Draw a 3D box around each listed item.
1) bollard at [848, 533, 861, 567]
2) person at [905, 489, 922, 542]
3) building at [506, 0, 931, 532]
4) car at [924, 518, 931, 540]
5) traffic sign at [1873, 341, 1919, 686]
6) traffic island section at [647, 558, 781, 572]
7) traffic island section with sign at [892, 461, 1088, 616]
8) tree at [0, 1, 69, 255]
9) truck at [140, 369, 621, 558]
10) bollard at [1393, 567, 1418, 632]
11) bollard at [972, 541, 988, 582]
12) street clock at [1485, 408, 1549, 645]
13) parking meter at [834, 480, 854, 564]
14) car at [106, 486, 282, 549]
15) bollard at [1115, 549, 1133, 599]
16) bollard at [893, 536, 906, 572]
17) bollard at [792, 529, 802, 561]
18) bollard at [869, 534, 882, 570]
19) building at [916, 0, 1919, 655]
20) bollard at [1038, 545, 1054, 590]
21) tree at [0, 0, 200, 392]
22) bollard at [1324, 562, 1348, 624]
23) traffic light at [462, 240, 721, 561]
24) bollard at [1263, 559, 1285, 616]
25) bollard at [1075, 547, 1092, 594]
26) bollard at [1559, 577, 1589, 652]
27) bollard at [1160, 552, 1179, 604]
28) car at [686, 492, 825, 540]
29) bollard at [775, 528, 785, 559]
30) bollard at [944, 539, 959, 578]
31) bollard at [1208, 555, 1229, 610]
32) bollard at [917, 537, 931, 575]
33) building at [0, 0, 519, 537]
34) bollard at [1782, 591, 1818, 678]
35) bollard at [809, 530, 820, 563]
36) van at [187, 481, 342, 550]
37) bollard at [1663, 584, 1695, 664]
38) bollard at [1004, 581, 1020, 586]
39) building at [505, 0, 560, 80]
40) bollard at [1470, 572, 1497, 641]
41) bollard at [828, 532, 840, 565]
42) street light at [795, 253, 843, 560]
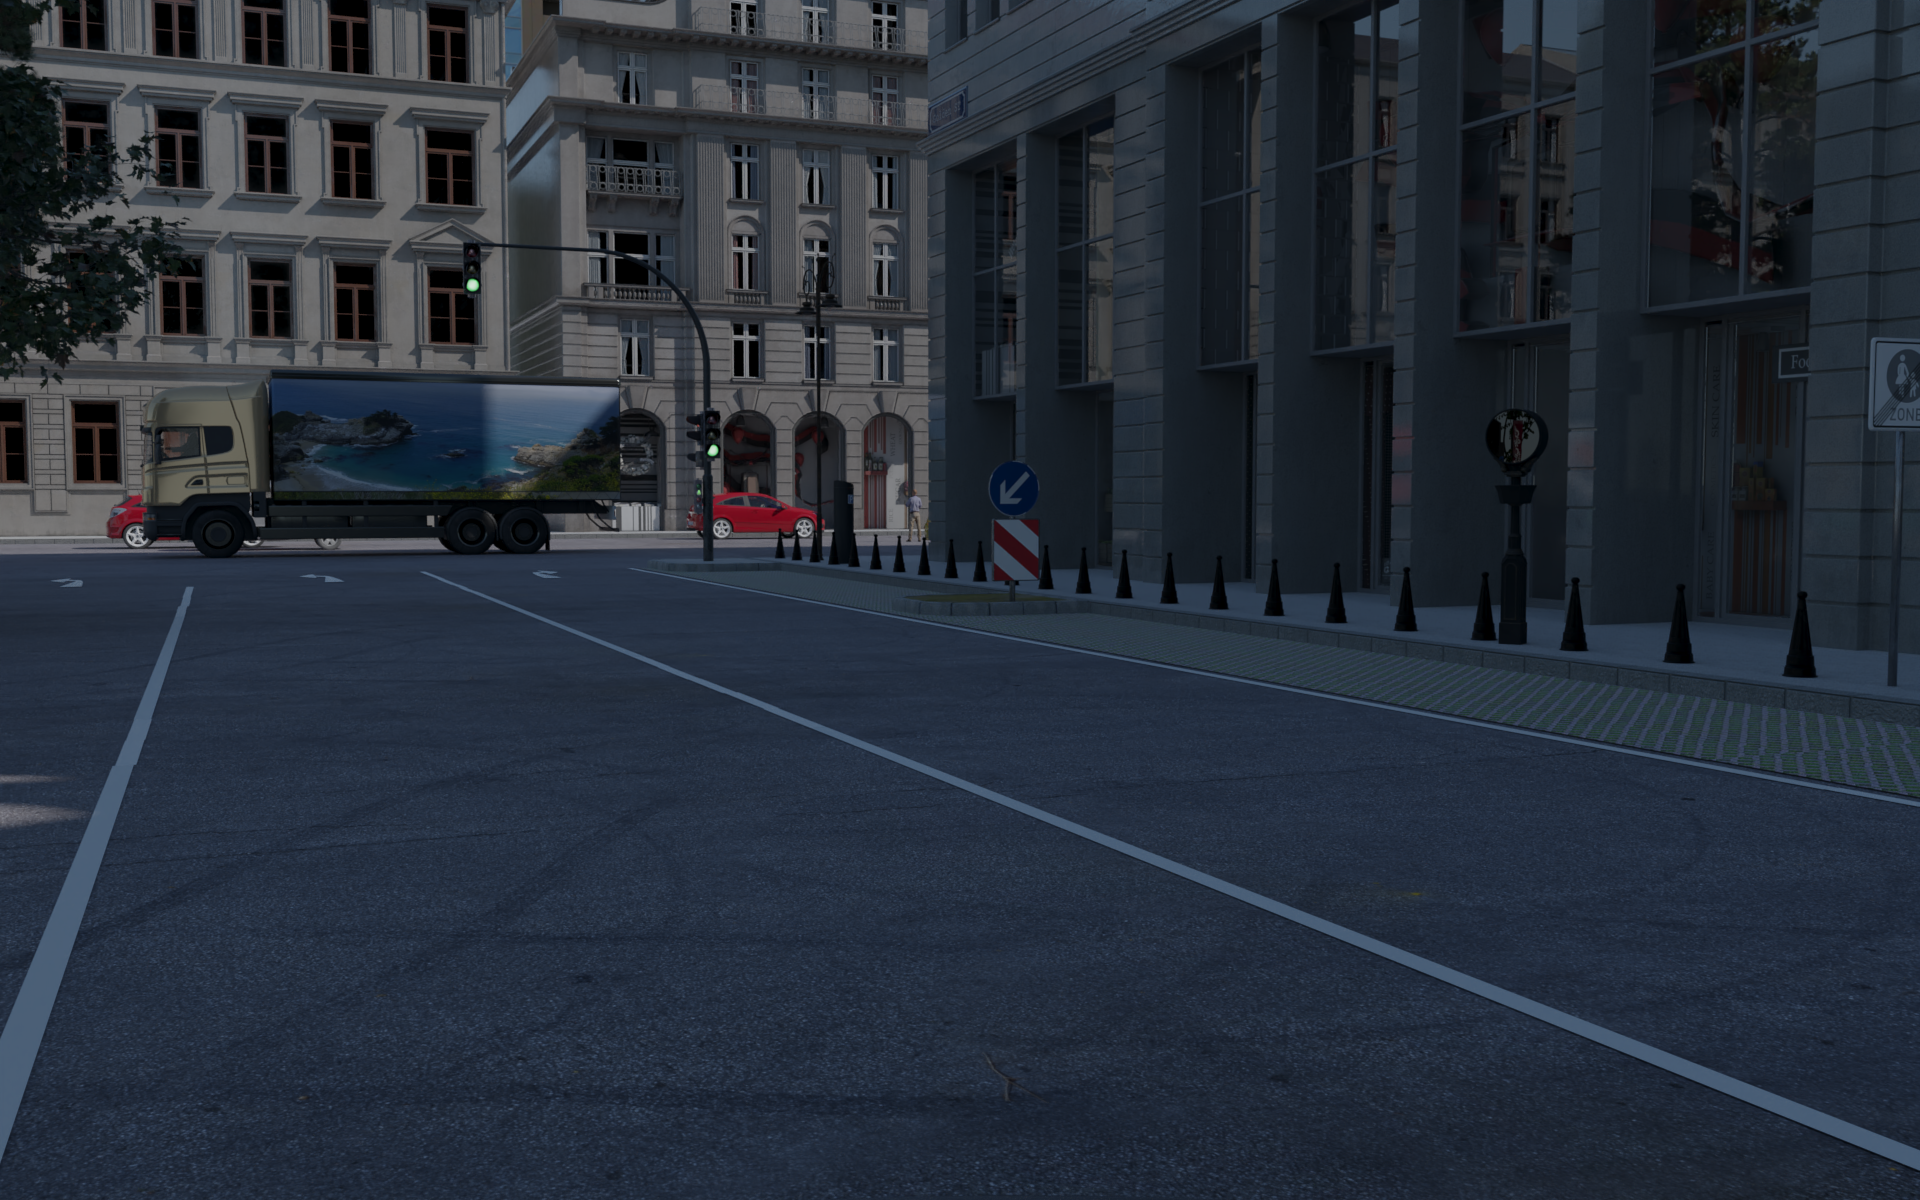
[{"bbox_3d":[-1.863,-0.882,30.464,0.229,0.601,0.229,0,3,0],"label":"bollard"},{"bbox_3d":[-1.385,-2.537,52.038,0.516,1.574,0.319,-1,4,-17],"label":"person"},{"bbox_3d":[-4.890,-13.786,67.204,24.055,21.916,13.314,-1,4,-23],"label":"building"},{"bbox_3d":[1.099,-2.071,44.091,3.980,1.641,2.015,-2,4,-23],"label":"car"},{"bbox_3d":[6.223,-0.572,11.489,0.606,2.300,0.079,-1,4,-20],"label":"traffic sign"},{"bbox_3d":[-4.804,-0.665,33.151,2.009,0.180,2.903,-1,4,-23],"label":"traffic island section"},{"bbox_3d":[0.251,-0.770,21.215,1.989,1.847,2.006,-1,4,-23],"label":"traffic island section with sign"},{"bbox_3d":[-16.973,-7.012,24.531,7.806,13.903,7.818,0,3,0],"label":"tree"},{"bbox_3d":[-13.825,-3.176,40.840,11.283,4.237,2.839,-2,4,-23],"label":"truck"},{"bbox_3d":[4.183,-0.012,16.234,0.229,0.601,0.229,0,3,0],"label":"bollard"},{"bbox_3d":[0.294,-0.572,25.386,0.229,0.601,0.229,0,3,0],"label":"bollard"},{"bbox_3d":[4.735,-0.624,14.777,0.471,2.002,0.358,3,4,36],"label":"street clock"},{"bbox_3d":[-2.143,-1.439,31.936,0.372,1.533,0.369,0,3,0],"label":"parking meter"},{"bbox_3d":[-20.329,-2.276,46.254,4.494,1.783,2.155,-1,4,-22],"label":"car"},{"bbox_3d":[2.023,-0.323,21.317,0.229,0.601,0.229,0,3,0],"label":"bollard"},{"bbox_3d":[-0.997,-0.758,28.427,0.229,0.601,0.229,0,3,0],"label":"bollard"},{"bbox_3d":[-3.153,-1.068,33.508,0.229,0.601,0.229,0,3,0],"label":"bollard"},{"bbox_3d":[-1.430,-0.820,29.452,0.229,0.601,0.229,0,3,0],"label":"bollard"},{"bbox_3d":[10.092,-14.889,20.926,11.434,29.767,29.804,-1,4,-23],"label":"building"},{"bbox_3d":[1.161,-0.447,23.344,0.229,0.601,0.229,0,3,0],"label":"bollard"},{"bbox_3d":[-12.519,-5.924,16.326,9.611,12.733,9.660,0,3,0],"label":"tree"},{"bbox_3d":[3.749,-0.074,17.246,0.229,0.601,0.229,0,3,0],"label":"bollard"},{"bbox_3d":[-6.736,-3.511,32.072,4.771,5.953,1.251,-1,4,-23],"label":"traffic light"},{"bbox_3d":[3.316,-0.136,18.267,0.229,0.601,0.229,0,3,0],"label":"bollard"},{"bbox_3d":[1.595,-0.385,22.332,0.229,0.601,0.229,0,3,0],"label":"bollard"},{"bbox_3d":[5.041,0.113,14.201,0.229,0.601,0.229,0,3,0],"label":"bollard"},{"bbox_3d":[2.455,-0.260,20.297,0.229,0.601,0.229,0,3,0],"label":"bollard"},{"bbox_3d":[-6.528,-2.854,55.704,4.494,1.783,2.155,-2,4,-25],"label":"car"},{"bbox_3d":[-3.587,-1.130,34.524,0.229,0.601,0.229,0,3,0],"label":"bollard"},{"bbox_3d":[-0.132,-0.634,26.401,0.229,0.601,0.229,0,3,0],"label":"bollard"},{"bbox_3d":[2.885,-0.198,19.282,0.229,0.601,0.229,0,3,0],"label":"bollard"},{"bbox_3d":[-0.566,-0.696,27.414,0.229,0.601,0.229,0,3,0],"label":"bollard"},{"bbox_3d":[-25.889,-13.549,57.690,21.152,22.565,11.583,-1,4,-23],"label":"building"},{"bbox_3d":[5.908,0.237,12.164,0.229,0.601,0.229,0,3,0],"label":"bollard"},{"bbox_3d":[-2.723,-1.006,32.494,0.229,0.601,0.229,0,3,0],"label":"bollard"},{"bbox_3d":[-17.693,-2.293,44.501,4.112,2.044,2.013,-1,4,-23],"label":"van"},{"bbox_3d":[5.476,0.175,13.177,0.229,0.601,0.229,0,3,0],"label":"bollard"},{"bbox_3d":[0.730,-0.509,24.359,0.229,0.601,0.229,0,3,0],"label":"bollard"},{"bbox_3d":[-34.682,-29.277,128.790,14.600,45.320,14.200,-1,4,-23],"label":"building"},{"bbox_3d":[4.609,0.050,15.218,0.229,0.601,0.229,0,3,0],"label":"bollard"},{"bbox_3d":[-2.294,-0.944,31.480,0.229,0.601,0.229,0,3,0],"label":"bollard"},{"bbox_3d":[-2.719,-3.704,33.346,0.468,5.910,1.993,-1,4,-23],"label":"street light"}]
